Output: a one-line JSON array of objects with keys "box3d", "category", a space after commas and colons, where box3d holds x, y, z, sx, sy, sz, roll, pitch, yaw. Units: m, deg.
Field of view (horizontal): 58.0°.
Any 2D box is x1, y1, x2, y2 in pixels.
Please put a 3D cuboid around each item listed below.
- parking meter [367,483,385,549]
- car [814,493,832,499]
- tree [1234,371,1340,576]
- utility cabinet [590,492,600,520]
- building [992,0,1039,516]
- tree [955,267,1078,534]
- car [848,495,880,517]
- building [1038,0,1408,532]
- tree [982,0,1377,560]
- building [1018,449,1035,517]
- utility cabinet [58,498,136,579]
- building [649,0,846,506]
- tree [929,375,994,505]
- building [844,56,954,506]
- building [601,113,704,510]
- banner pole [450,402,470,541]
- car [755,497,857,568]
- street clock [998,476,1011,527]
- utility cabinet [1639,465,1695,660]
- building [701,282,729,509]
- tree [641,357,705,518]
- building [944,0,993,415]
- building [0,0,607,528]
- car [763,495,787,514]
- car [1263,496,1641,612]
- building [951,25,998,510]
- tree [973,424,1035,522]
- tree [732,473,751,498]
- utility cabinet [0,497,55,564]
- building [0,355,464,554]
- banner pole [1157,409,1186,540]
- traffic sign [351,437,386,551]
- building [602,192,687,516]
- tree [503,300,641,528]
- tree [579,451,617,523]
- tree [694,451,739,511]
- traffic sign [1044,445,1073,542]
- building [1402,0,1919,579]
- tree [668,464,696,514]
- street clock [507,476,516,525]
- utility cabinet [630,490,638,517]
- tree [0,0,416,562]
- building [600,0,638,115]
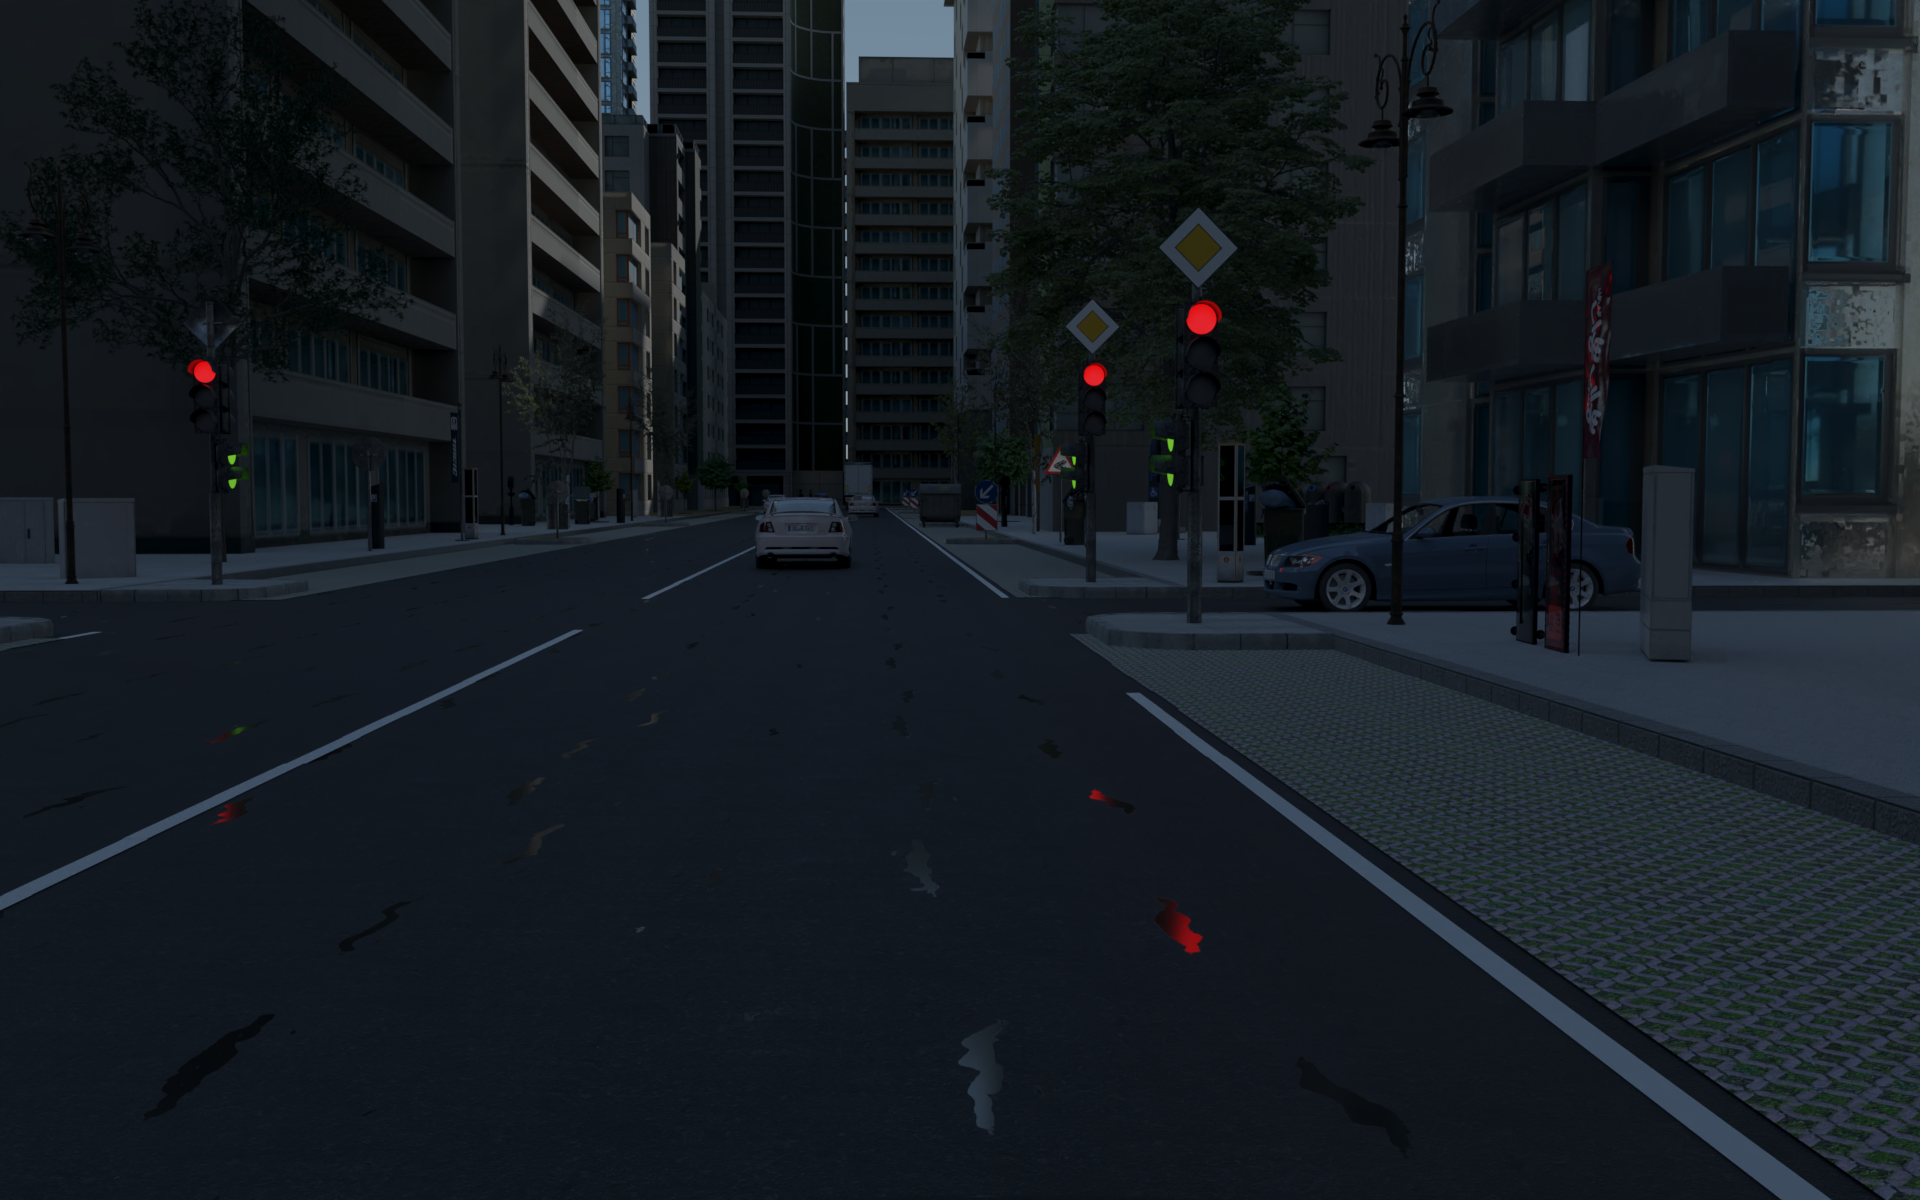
[{"box3d": [-13.668, -1.964, 40.515, 0.372, 1.533, 0.369, 0, 3, 0], "category": "parking meter"}, {"box3d": [-12.824, -9.220, 160.333, 1.945, 1.707, 3.694, 0, 4, -1], "category": "car"}, {"box3d": [5.190, -2.005, 27.381, 1.663, 3.219, 1.824, 0, 3, 0], "category": "tree"}, {"box3d": [-18.258, -4.695, 85.441, 0.318, 1.500, 1.173, 2, 4, 25], "category": "utility cabinet"}, {"box3d": [9.437, -28.044, 108.631, 14.600, 45.320, 14.200, 0, 4, -3], "category": "building"}, {"box3d": [2.197, -6.410, 55.165, 4.360, 8.622, 3.978, 0, 3, 0], "category": "tree"}, {"box3d": [-6.044, -5.899, 108.816, 2.083, 1.381, 4.827, 0, 4, -2], "category": "car"}, {"box3d": [9.782, -23.309, 64.697, 14.154, 41.232, 14.086, 0, 4, -3], "category": "building"}, {"box3d": [4.094, -7.075, 33.809, 7.486, 12.596, 7.792, 0, 3, 0], "category": "tree"}, {"box3d": [14.155, -39.823, 89.353, 20.563, 71.187, 20.611, 0, 4, -3], "category": "building"}, {"box3d": [-13.202, -0.939, 26.507, 1.020, 1.237, 0.306, -3, 5, -44], "category": "utility cabinet"}, {"box3d": [-23.207, -46.198, 193.587, 20.611, 71.187, 20.563, 0, 4, -3], "category": "building"}, {"box3d": [0.013, -9.545, 106.426, 4.737, 8.622, 4.395, 0, 3, 0], "category": "tree"}, {"box3d": [-2.188, -35.031, 196.463, 21.600, 48.544, 21.300, 0, 4, -3], "category": "building"}, {"box3d": [-27.813, -22.221, 135.007, 14.160, 30.474, 14.107, 0, 4, -3], "category": "building"}, {"box3d": [-13.625, -3.482, 46.951, 0.401, 3.779, 0.863, 0, 4, 8], "category": "banner pole"}, {"box3d": [-3.111, -1.380, 34.919, 2.083, 1.381, 4.827, 0, 4, -3], "category": "car"}, {"box3d": [1.734, -3.864, 67.747, 0.471, 2.002, 0.358, -2, 4, -30], "category": "street clock"}, {"box3d": [5.598, -0.307, 13.702, 0.318, 1.500, 1.173, 1, 4, 18], "category": "utility cabinet"}, {"box3d": [-36.914, -19.186, 158.733, 28.899, 21.520, 27.650, 0, 4, -3], "category": "building"}, {"box3d": [-16.164, -8.790, 94.077, 4.360, 8.622, 3.978, 0, 3, 0], "category": "tree"}, {"box3d": [13.438, -34.952, 160.704, 28.713, 52.752, 27.495, 0, 4, -3], "category": "building"}, {"box3d": [-29.260, -27.999, 81.484, 21.300, 48.544, 21.600, 0, 4, -3], "category": "building"}, {"box3d": [-13.619, -7.125, 128.856, 2.083, 1.381, 4.827, 0, 4, -4], "category": "car"}, {"box3d": [6.010, -0.573, 21.377, 4.499, 1.417, 2.014, 0, 4, -3], "category": "car"}, {"box3d": [11.223, -50.009, 130.321, 22.319, 86.520, 31.000, 0, 4, -3], "category": "building"}, {"box3d": [2.060, -5.908, 80.317, 4.285, 4.588, 4.351, 0, 3, 0], "category": "tree"}, {"box3d": [-19.897, -9.884, 156.203, 1.663, 3.219, 1.824, 0, 3, 0], "category": "tree"}, {"box3d": [-17.307, -1.275, 32.009, 1.020, 1.237, 0.306, 0, 4, 6], "category": "utility cabinet"}, {"box3d": [-26.588, -25.799, 45.511, 21.300, 48.544, 21.600, 0, 4, -3], "category": "building"}, {"box3d": [5.916, -3.583, 48.600, 0.863, 3.779, 0.401, 1, 4, 18], "category": "banner pole"}, {"box3d": [-13.221, -2.363, 38.745, 0.768, 2.556, 0.104, 0, 4, -1], "category": "traffic sign"}, {"box3d": [-33.339, -16.394, 113.082, 27.650, 21.520, 28.899, 0, 4, -3], "category": "building"}, {"box3d": [-15.071, -7.061, 65.812, 4.360, 8.622, 3.978, 0, 3, 0], "category": "tree"}, {"box3d": [-16.503, -5.119, 78.296, 1.663, 3.219, 1.824, 0, 3, 0], "category": "tree"}, {"box3d": [-18.449, -9.024, 131.249, 4.285, 4.588, 4.351, 0, 3, 0], "category": "tree"}, {"box3d": [2.665, -2.804, 45.845, 0.884, 2.594, 0.081, 0, 4, 1], "category": "traffic sign"}, {"box3d": [24.843, -25.403, 34.951, 30.456, 49.044, 23.786, 0, 4, -3], "category": "building"}, {"box3d": [-17.958, -7.267, 113.418, 1.663, 3.219, 1.824, 0, 3, 0], "category": "tree"}, {"box3d": [-18.408, -4.066, 71.049, 0.358, 2.002, 0.471, 0, 4, -7], "category": "street clock"}, {"box3d": [-17.853, -5.269, 94.823, 0.318, 1.500, 1.173, -1, 4, -16], "category": "utility cabinet"}, {"box3d": [-14.056, -5.969, 32.004, 8.767, 10.594, 7.601, 1, 4, 11], "category": "tree"}, {"box3d": [-49.013, -53.809, 192.441, 31.000, 86.520, 22.319, 0, 4, -3], "category": "building"}]
